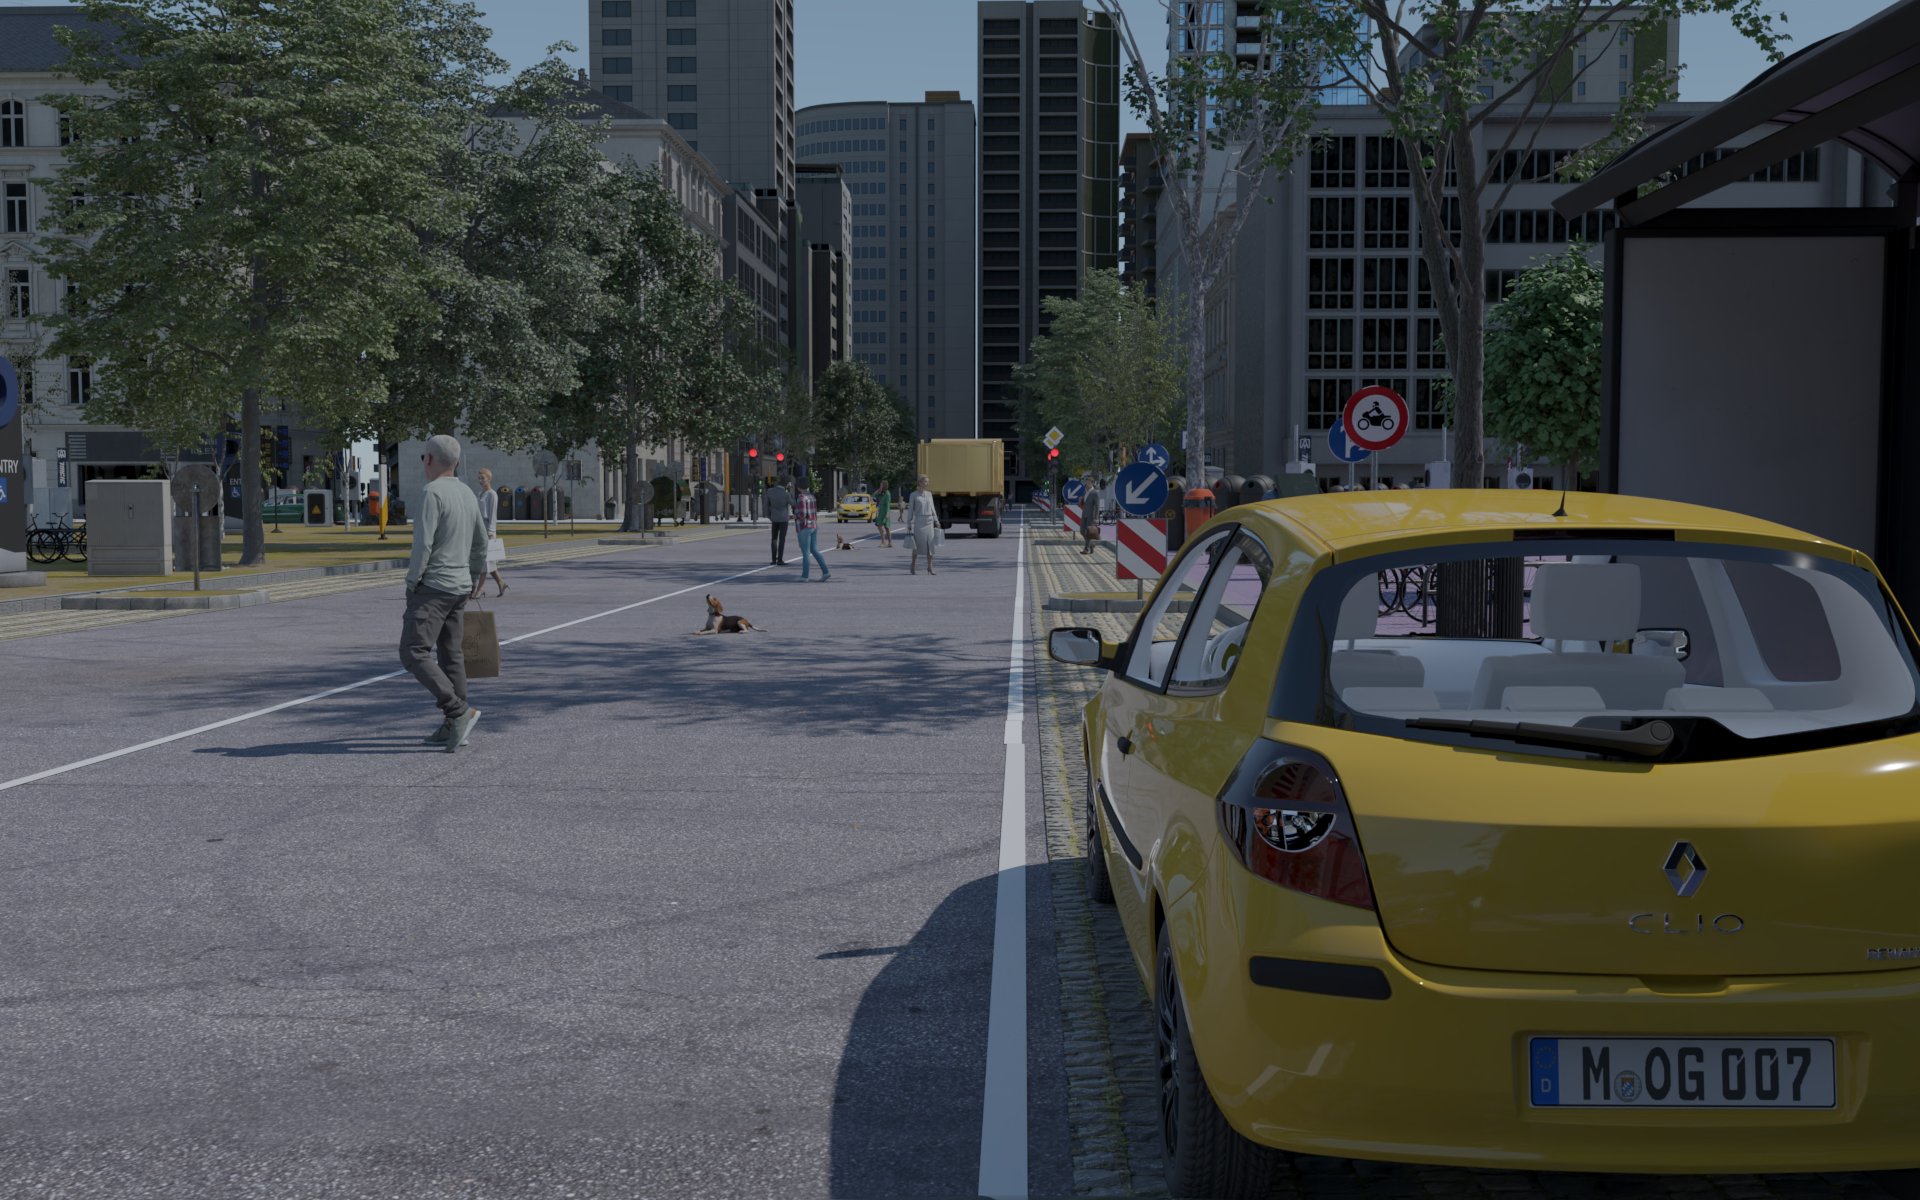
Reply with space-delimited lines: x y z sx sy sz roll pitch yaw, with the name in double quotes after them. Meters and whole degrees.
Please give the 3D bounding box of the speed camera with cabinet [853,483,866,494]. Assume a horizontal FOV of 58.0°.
-9.356 -9.823 154.946 2.038 3.252 0.660 -3 4 -38 "speed camera with cabinet"

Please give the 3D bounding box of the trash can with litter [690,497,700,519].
-13.589 -4.673 87.798 0.624 1.170 1.055 1 4 18 "trash can with litter"

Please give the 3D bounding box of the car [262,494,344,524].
-29.620 -3.944 76.280 4.920 1.459 2.131 0 4 2 "car"

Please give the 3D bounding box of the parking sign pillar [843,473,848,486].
-9.709 -9.846 149.460 1.447 3.967 1.447 1 4 11 "parking sign pillar"

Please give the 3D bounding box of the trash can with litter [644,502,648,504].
-15.426 -4.488 84.766 0.624 1.170 1.055 -2 4 -27 "trash can with litter"

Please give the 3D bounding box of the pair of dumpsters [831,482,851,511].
-9.308 -7.977 132.921 1.574 2.255 4.437 0 4 2 "pair of dumpsters"

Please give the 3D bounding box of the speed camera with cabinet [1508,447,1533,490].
18.615 -3.992 59.612 2.038 3.252 0.660 0 4 -4 "speed camera with cabinet"

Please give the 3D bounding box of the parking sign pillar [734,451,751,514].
-13.913 -7.439 110.106 1.447 3.967 1.447 -2 4 -30 "parking sign pillar"

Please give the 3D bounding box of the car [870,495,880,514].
-6.565 -6.774 123.335 1.945 1.354 3.894 0 4 4 "car"

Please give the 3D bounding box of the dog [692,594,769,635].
-2.355 0.145 17.814 0.748 0.427 0.550 0 4 1 "dog"

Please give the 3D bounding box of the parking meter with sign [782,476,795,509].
-14.592 -9.336 148.902 1.738 3.016 0.543 -2 4 -30 "parking meter with sign"

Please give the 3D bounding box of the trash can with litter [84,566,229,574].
-13.379 -1.089 28.867 2.233 1.210 1.678 -2 4 -28 "trash can with litter"

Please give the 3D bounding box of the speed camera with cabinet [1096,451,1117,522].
6.402 -5.201 79.376 0.660 3.252 2.038 -2 4 -27 "speed camera with cabinet"

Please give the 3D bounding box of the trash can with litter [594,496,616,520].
-17.444 -4.511 85.141 1.055 1.170 0.624 -1 4 -17 "trash can with litter"

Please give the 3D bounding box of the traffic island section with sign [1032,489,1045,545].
3.092 -2.452 48.713 1.989 1.847 2.006 0 4 2 "traffic island section with sign"

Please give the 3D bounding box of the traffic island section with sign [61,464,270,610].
-10.046 -0.831 22.216 1.989 1.847 2.006 0 4 2 "traffic island section with sign"

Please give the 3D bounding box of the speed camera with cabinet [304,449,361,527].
-24.435 -4.469 67.409 2.038 3.252 0.660 -1 4 -11 "speed camera with cabinet"

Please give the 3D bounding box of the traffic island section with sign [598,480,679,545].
-9.065 -2.479 49.153 1.989 1.847 2.006 0 4 2 "traffic island section with sign"

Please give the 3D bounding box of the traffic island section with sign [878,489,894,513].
-6.043 -7.554 132.128 1.989 1.847 2.006 0 4 2 "traffic island section with sign"

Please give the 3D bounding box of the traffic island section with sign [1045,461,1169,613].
2.109 -0.799 21.693 1.989 1.847 2.006 0 4 2 "traffic island section with sign"

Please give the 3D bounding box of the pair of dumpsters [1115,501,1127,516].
8.755 -5.704 95.751 1.574 2.255 4.437 0 4 2 "pair of dumpsters"

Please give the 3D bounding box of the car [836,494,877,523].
-5.121 -4.657 86.360 2.015 1.641 3.980 0 4 3 "car"

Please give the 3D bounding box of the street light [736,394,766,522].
-9.632 -6.564 79.864 1.470 5.913 1.316 0 4 2 "street light"

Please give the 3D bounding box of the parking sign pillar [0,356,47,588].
-13.513 -2.171 23.961 1.447 3.967 1.447 0 4 -1 "parking sign pillar"

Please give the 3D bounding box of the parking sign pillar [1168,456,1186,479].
13.424 -7.199 106.174 1.447 3.967 1.447 -2 4 -26 "parking sign pillar"

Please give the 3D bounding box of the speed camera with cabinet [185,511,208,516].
-36.970 -5.552 85.118 2.038 3.252 0.660 -1 4 -15 "speed camera with cabinet"

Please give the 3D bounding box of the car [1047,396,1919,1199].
1.273 0.326 4.896 2.015 1.641 3.980 0 4 1 "car"

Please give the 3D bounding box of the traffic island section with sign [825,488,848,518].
-7.050 -5.872 104.634 1.989 1.847 2.006 0 4 2 "traffic island section with sign"

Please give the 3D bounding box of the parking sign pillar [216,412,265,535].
-22.660 -4.034 54.427 1.447 3.967 1.447 1 4 12 "parking sign pillar"

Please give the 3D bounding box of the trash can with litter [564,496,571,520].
-19.673 -4.603 86.653 0.624 1.170 1.055 -1 4 -9 "trash can with litter"

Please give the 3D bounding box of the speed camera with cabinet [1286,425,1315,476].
9.205 -3.340 48.943 2.038 3.252 0.660 -3 5 -42 "speed camera with cabinet"

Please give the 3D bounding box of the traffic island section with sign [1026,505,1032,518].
5.100 -5.844 104.185 1.989 1.847 2.006 0 4 2 "traffic island section with sign"

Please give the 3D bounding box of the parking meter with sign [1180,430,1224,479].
6.877 -3.136 47.537 1.738 3.016 0.543 -2 4 -34 "parking meter with sign"

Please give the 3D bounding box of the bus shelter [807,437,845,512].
-9.861 -9.050 125.597 2.179 5.291 8.768 0 4 2 "bus shelter"

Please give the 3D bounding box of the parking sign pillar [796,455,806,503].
-10.657 -7.896 117.564 1.447 3.967 1.447 1 4 20 "parking sign pillar"

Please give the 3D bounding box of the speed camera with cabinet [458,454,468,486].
-24.989 -5.637 86.507 0.660 3.252 2.038 -1 4 -21 "speed camera with cabinet"

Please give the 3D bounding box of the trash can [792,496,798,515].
-9.936 -5.746 105.597 0.748 1.137 0.748 0 3 0 "trash can"

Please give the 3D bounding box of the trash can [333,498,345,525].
-25.467 -3.644 71.230 0.748 1.137 0.748 0 3 0 "trash can"

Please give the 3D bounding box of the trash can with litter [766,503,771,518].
-9.755 -4.893 91.389 1.055 1.170 0.624 1 4 23 "trash can with litter"

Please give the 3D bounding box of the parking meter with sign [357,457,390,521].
-27.698 -5.269 82.403 1.738 3.016 0.543 -1 4 -9 "parking meter with sign"

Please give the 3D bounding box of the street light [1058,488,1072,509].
6.954 -8.791 116.276 1.470 5.913 1.316 0 4 2 "street light"

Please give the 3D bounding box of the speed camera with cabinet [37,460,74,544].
-22.984 -3.000 43.380 2.038 3.252 0.660 3 4 38 "speed camera with cabinet"

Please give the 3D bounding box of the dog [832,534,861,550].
-2.898 -1.469 44.212 0.748 0.427 0.550 0 4 -1 "dog"

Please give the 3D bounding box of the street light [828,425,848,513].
-8.278 -8.850 117.233 1.470 5.913 1.316 0 4 2 "street light"

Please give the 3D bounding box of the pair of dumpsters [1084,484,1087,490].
7.661 -6.021 100.942 1.574 2.255 4.437 0 4 2 "pair of dumpsters"

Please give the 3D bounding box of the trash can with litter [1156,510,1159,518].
7.095 -3.198 63.347 1.678 1.210 2.233 1 4 22 "trash can with litter"

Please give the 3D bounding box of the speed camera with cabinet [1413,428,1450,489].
13.540 -3.396 49.868 0.660 3.252 2.038 0 4 0 "speed camera with cabinet"

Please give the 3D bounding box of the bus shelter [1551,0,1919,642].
4.094 -0.777 6.633 2.014 3.302 5.546 0 4 2 "bus shelter"
